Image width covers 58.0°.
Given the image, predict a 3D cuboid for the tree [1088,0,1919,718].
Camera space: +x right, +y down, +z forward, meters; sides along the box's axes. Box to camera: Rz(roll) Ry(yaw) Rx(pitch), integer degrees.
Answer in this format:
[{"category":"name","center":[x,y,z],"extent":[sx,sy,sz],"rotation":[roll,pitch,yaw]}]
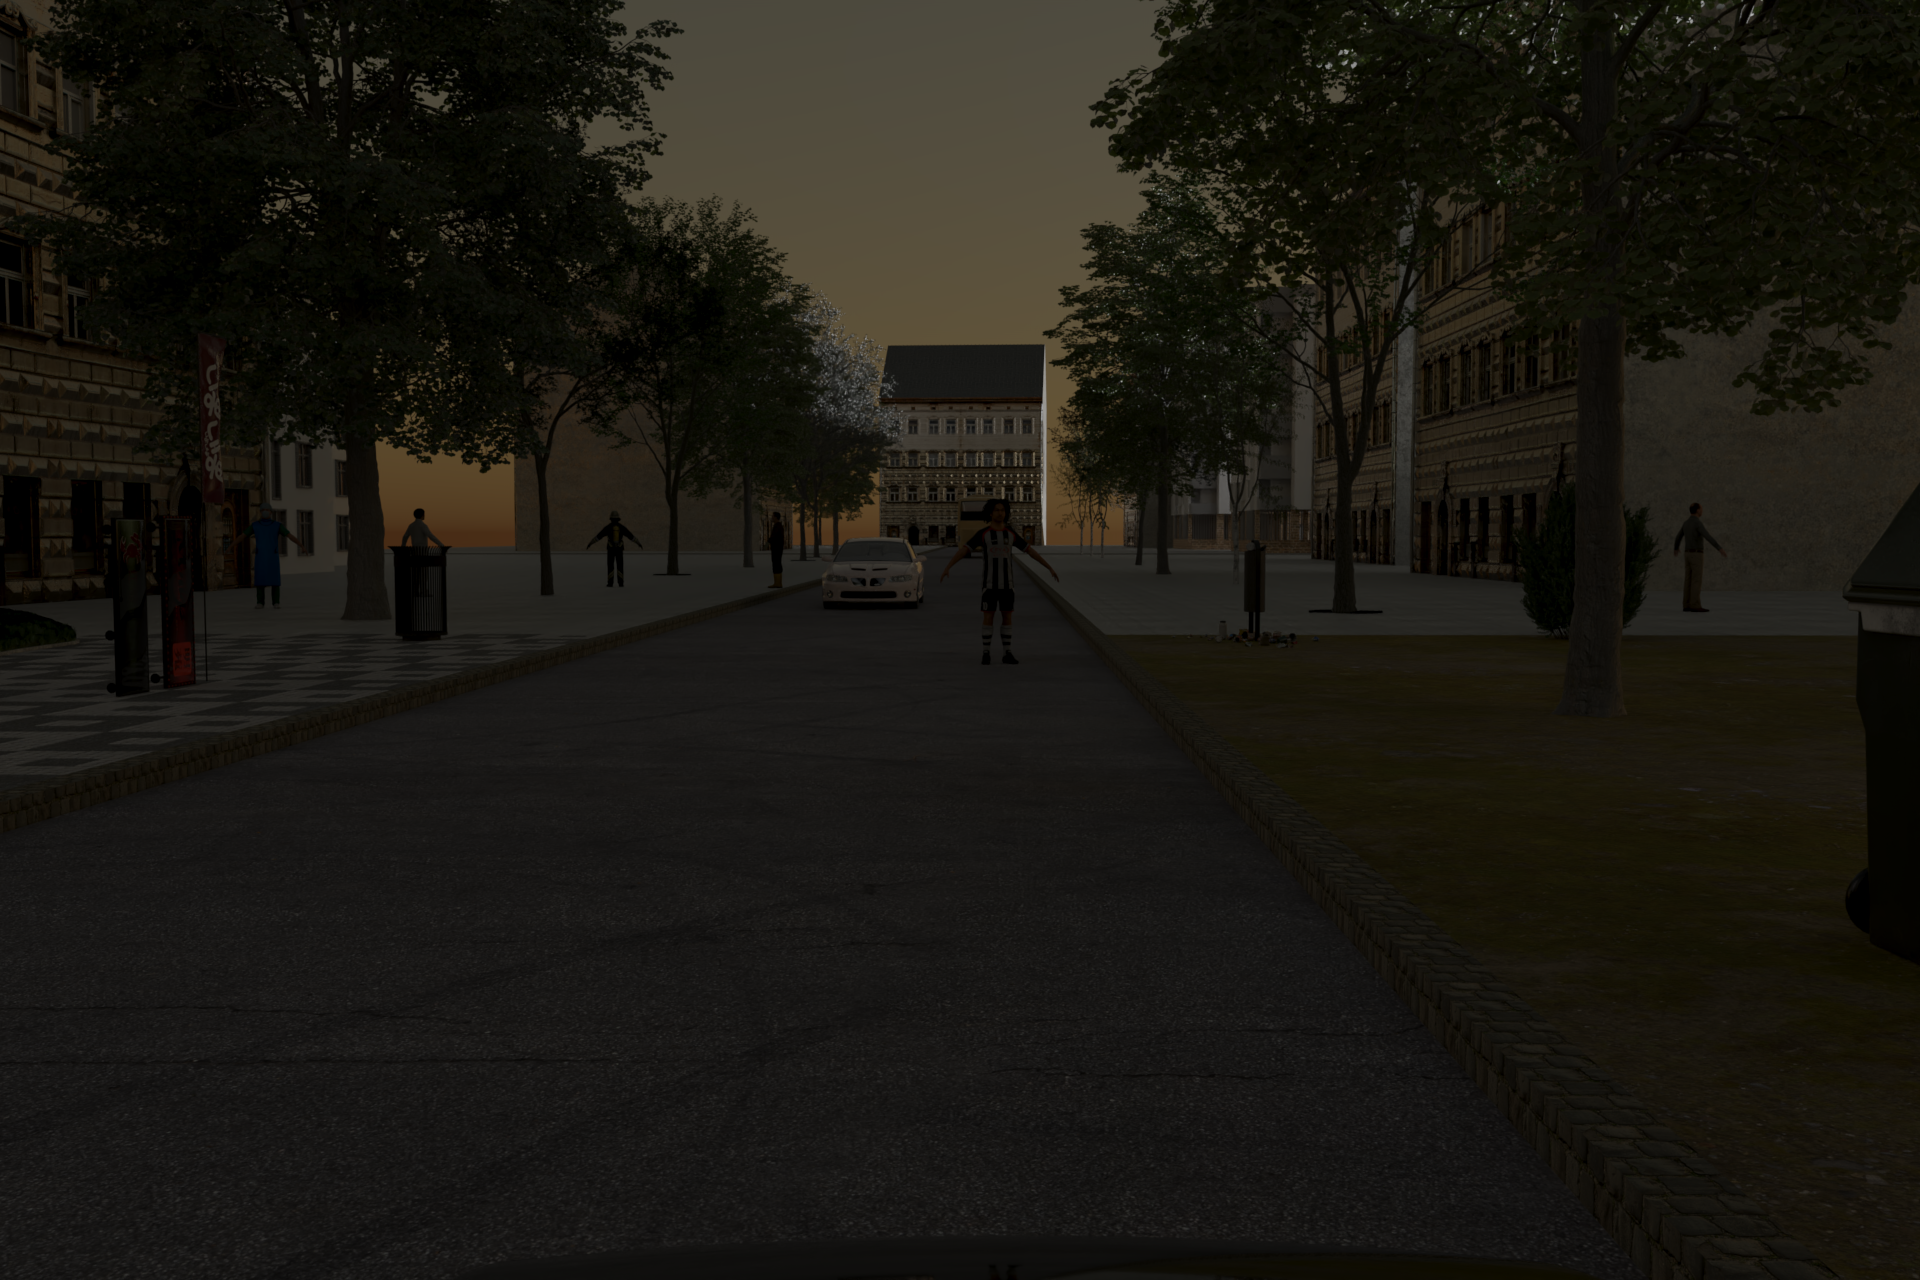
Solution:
[{"category":"tree","center":[4.466,-5.766,12.402],"extent":[7.486,12.596,7.792],"rotation":[0,3,0]}]

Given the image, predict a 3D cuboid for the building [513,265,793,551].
[{"category":"building","center":[-23.813,-18.781,137.997],"extent":[19.493,23.208,18.063],"rotation":[0,4,2]}]

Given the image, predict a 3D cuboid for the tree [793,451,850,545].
[{"category":"tree","center":[-15.572,-17.087,197.495],"extent":[7.486,12.596,7.792],"rotation":[0,3,0]}]

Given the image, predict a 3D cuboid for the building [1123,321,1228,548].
[{"category":"building","center":[25.928,-20.653,168.598],"extent":[19.493,23.208,18.063],"rotation":[0,4,1]}]

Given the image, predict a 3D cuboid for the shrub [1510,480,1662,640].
[{"category":"shrub","center":[7.602,-1.041,21.063],"extent":[1.661,2.075,1.752],"rotation":[0,3,0]}]

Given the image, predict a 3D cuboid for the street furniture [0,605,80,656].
[{"category":"street furniture","center":[-11.434,-0.028,16.079],"extent":[5.734,0.657,10.072],"rotation":[-1,4,-18]}]

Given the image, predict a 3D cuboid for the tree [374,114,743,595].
[{"category":"tree","center":[-8.633,-6.236,36.370],"extent":[8.767,10.594,7.601],"rotation":[0,4,1]}]

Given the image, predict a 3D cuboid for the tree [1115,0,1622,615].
[{"category":"tree","center":[6.387,-6.248,27.910],"extent":[9.928,11.665,9.643],"rotation":[0,3,0]}]

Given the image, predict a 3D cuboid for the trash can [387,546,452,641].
[{"category":"trash can","center":[-6.523,-0.569,20.950],"extent":[0.748,1.137,0.748],"rotation":[0,3,0]}]

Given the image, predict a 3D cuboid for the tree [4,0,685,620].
[{"category":"tree","center":[-8.927,-7.271,25.540],"extent":[9.857,13.997,8.962],"rotation":[0,3,0]}]

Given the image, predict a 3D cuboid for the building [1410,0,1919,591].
[{"category":"building","center":[23.951,-13.223,47.132],"extent":[19.493,23.208,18.063],"rotation":[0,4,1]}]

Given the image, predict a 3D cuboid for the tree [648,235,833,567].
[{"category":"tree","center":[-8.388,-9.046,66.033],"extent":[7.486,12.596,7.792],"rotation":[0,3,0]}]

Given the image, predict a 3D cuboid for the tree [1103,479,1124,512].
[{"category":"tree","center":[20.477,-17.701,199.778],"extent":[12.009,13.543,11.850],"rotation":[0,3,0]}]

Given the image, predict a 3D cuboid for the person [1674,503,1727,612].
[{"category":"person","center":[12.113,-1.360,28.512],"extent":[0.705,1.796,1.348],"rotation":[-1,4,-11]}]

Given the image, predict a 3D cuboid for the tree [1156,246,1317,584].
[{"category":"tree","center":[7.120,-5.745,44.288],"extent":[4.360,8.622,3.978],"rotation":[0,3,0]}]

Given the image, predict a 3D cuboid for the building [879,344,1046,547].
[{"category":"building","center":[0.723,-22.410,199.790],"extent":[18.063,23.208,19.493],"rotation":[0,4,4]}]

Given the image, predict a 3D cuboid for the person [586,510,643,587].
[{"category":"person","center":[-8.383,-2.221,42.090],"extent":[1.354,1.856,0.705],"rotation":[-1,4,-17]}]

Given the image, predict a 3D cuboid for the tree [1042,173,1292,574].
[{"category":"tree","center":[6.476,-8.338,54.451],"extent":[7.486,12.596,7.792],"rotation":[0,3,0]}]

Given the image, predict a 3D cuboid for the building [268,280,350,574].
[{"category":"building","center":[-25.957,-7.173,59.430],"extent":[9.099,9.664,28.070],"rotation":[0,3,0]}]

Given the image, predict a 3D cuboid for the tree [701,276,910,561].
[{"category":"tree","center":[-7.538,-10.518,82.335],"extent":[12.009,13.543,11.850],"rotation":[0,3,0]}]

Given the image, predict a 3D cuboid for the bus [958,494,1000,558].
[{"category":"bus","center":[1.276,-7.034,106.549],"extent":[2.896,3.916,12.252],"rotation":[0,4,1]}]

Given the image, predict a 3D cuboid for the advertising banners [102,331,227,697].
[{"category":"advertising banners","center":[-6.578,-1.118,14.475],"extent":[0.090,3.025,2.074],"rotation":[0,4,3]}]

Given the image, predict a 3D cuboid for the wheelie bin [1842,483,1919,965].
[{"category":"wheelie bin","center":[3.118,0.166,5.199],"extent":[0.693,1.594,0.980],"rotation":[0,3,0]}]

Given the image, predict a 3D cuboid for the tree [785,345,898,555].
[{"category":"tree","center":[-7.595,-11.378,104.153],"extent":[7.486,12.596,7.792],"rotation":[0,3,0]}]

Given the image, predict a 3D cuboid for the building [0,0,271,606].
[{"category":"building","center":[-26.165,-12.317,32.304],"extent":[19.493,23.208,18.063],"rotation":[0,4,2]}]

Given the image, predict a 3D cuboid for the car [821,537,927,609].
[{"category":"car","center":[-1.693,-1.372,34.786],"extent":[2.083,1.381,4.827],"rotation":[0,4,1]}]

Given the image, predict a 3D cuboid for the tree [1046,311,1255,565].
[{"category":"tree","center":[7.492,-8.336,70.710],"extent":[8.767,10.594,7.601],"rotation":[-2,4,-26]}]

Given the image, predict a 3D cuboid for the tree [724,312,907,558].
[{"category":"tree","center":[-7.952,-11.231,93.998],"extent":[12.009,13.543,11.850],"rotation":[0,3,0]}]

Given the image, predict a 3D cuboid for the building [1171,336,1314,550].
[{"category":"building","center":[24.160,-18.240,154.636],"extent":[16.016,20.090,11.380],"rotation":[0,4,1]}]

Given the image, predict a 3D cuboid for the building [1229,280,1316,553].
[{"category":"building","center":[25.457,-16.701,129.484],"extent":[16.016,20.090,11.380],"rotation":[0,4,1]}]

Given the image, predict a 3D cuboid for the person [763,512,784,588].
[{"category":"person","center":[-4.371,-2.134,41.031],"extent":[0.704,1.812,1.346],"rotation":[1,4,9]}]

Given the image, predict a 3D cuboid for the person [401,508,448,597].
[{"category":"person","center":[-10.989,-1.783,35.333],"extent":[1.347,1.806,0.705],"rotation":[2,4,33]}]

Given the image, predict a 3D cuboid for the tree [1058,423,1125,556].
[{"category":"tree","center":[7.800,-9.112,99.344],"extent":[4.737,8.622,4.395],"rotation":[0,3,0]}]

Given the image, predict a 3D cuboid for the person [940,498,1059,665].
[{"category":"person","center":[0.421,-0.641,19.083],"extent":[1.345,1.843,0.704],"rotation":[-1,4,-13]}]

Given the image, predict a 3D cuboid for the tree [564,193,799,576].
[{"category":"tree","center":[-8.849,-7.799,53.262],"extent":[9.928,11.665,9.643],"rotation":[0,3,0]}]

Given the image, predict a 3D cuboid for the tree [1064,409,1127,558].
[{"category":"tree","center":[7.565,-8.649,91.767],"extent":[4.360,8.622,3.978],"rotation":[0,3,0]}]

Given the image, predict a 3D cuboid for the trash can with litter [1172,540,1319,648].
[{"category":"trash can with litter","center":[3.449,-0.581,20.550],"extent":[1.678,1.210,2.233],"rotation":[0,4,1]}]

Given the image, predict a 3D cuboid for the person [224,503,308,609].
[{"category":"person","center":[-11.934,-1.449,29.822],"extent":[1.347,1.817,0.704],"rotation":[-1,4,-16]}]

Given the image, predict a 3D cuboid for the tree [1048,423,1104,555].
[{"category":"tree","center":[7.350,-9.424,104.443],"extent":[4.360,8.622,3.978],"rotation":[0,3,0]}]

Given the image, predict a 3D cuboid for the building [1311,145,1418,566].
[{"category":"building","center":[26.979,-15.134,78.362],"extent":[19.493,23.208,18.063],"rotation":[0,4,1]}]
